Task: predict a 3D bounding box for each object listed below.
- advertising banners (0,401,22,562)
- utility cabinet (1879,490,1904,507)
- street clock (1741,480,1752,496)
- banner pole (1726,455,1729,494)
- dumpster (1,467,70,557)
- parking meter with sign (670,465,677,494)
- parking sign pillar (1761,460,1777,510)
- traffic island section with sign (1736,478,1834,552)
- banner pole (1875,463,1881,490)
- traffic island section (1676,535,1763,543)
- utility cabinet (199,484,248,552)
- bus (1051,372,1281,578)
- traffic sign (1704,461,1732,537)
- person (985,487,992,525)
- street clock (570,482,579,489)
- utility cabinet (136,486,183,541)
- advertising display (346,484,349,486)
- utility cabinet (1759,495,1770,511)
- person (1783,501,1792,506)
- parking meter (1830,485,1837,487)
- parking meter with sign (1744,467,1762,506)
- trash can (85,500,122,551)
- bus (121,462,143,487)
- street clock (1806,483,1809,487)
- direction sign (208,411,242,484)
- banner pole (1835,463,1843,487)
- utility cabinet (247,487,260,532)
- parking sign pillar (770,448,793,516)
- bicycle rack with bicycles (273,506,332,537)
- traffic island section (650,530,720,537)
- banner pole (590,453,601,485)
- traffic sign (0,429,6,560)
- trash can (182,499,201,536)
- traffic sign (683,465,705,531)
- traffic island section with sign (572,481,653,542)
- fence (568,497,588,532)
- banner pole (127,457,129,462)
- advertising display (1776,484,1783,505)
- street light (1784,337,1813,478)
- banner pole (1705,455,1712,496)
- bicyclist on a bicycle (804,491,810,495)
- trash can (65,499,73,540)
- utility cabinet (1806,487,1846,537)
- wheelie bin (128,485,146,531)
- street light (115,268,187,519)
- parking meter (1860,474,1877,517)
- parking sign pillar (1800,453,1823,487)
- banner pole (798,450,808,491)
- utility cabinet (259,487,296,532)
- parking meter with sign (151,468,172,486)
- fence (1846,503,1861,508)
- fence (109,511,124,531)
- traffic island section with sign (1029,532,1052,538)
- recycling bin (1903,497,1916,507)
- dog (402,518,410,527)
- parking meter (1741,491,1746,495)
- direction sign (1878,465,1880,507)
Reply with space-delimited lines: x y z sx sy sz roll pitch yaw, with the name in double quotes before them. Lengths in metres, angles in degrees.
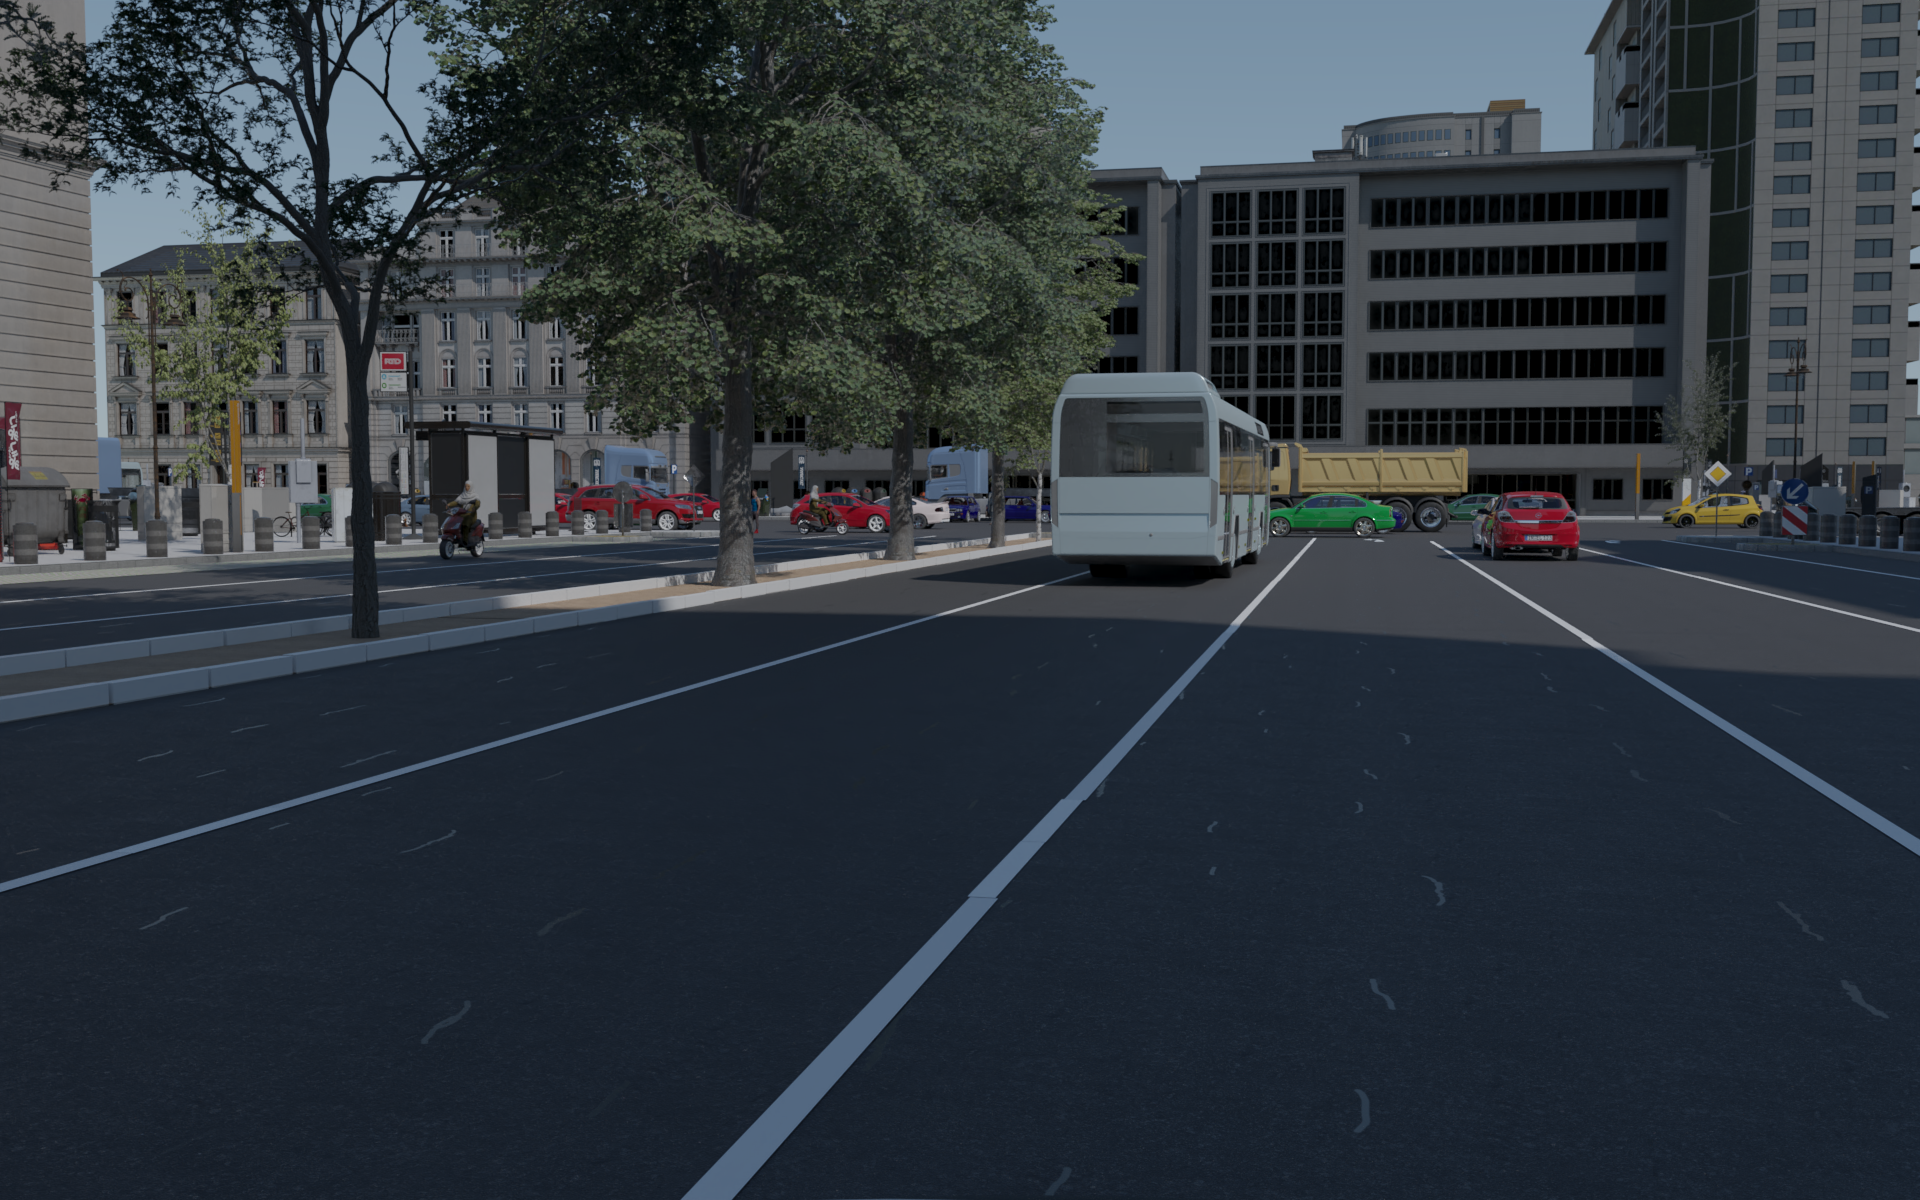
"advertising banners" -18.036 -2.202 32.196 0.090 3.025 2.074 0 4 5
"utility cabinet" 48.968 -5.039 91.074 0.318 1.500 1.173 -2 4 -28
"street clock" 40.735 -5.208 89.719 0.471 2.002 0.358 1 4 10
"banner pole" 48.539 -7.312 109.564 0.401 3.779 0.863 1 4 20
"dumpster" -19.730 -1.859 36.158 1.264 1.857 1.865 1 4 13
"parking meter with sign" -17.670 -6.526 102.969 1.738 3.016 0.543 2 4 28
"parking sign pillar" 64.418 -9.139 137.890 1.447 3.967 1.447 -1 4 -12
"traffic island section with sign" 21.015 -2.179 44.256 1.989 1.847 2.006 1 4 13
"banner pole" 74.030 -9.161 139.794 0.401 3.779 0.863 -1 4 -14
"traffic island section" 22.813 -1.831 52.214 2.009 0.180 2.903 1 4 13
"utility cabinet" -16.191 -1.794 38.016 0.318 1.500 1.173 1 4 9
"bus" 4.218 -2.319 32.772 2.948 3.499 13.247 1 4 14
"traffic sign" 22.788 -2.966 52.143 0.795 2.450 0.064 1 4 13
"person" 1.478 -4.373 80.098 0.694 1.812 0.767 2 4 35
"street clock" -22.910 -6.022 103.022 0.471 2.002 0.358 1 4 22
"utility cabinet" -21.982 -2.378 47.558 0.318 1.500 1.173 2 4 29
"advertising display" -37.827 -6.266 107.668 0.974 1.923 0.123 2 4 34
"utility cabinet" 58.690 -7.060 126.593 1.020 1.237 0.306 1 4 21
"person" 31.265 -3.485 65.389 0.836 1.842 0.656 1 4 16
"parking meter" 53.876 -6.186 106.853 0.399 1.863 0.255 -2 4 -25
"parking meter with sign" 51.249 -7.069 111.832 0.543 3.016 1.738 0 4 1
"trash can" -19.297 -1.675 39.043 0.748 1.137 0.748 0 3 0
"bus" -54.249 -6.498 101.100 13.247 3.499 2.948 1 4 14
"street clock" 54.856 -6.604 112.542 0.358 2.002 0.471 -2 4 -29
"direction sign" -20.164 -3.400 47.591 0.876 3.537 0.379 -3 5 -42
"banner pole" 70.568 -9.127 139.243 0.863 3.779 0.401 -1 4 -11
"utility cabinet" -23.859 -3.033 58.263 0.318 1.500 1.173 1 4 11
"parking sign pillar" -10.325 -6.848 100.432 1.447 3.967 1.447 0 4 -5
"bicycle rack with bicycles" -18.858 -2.385 52.374 2.925 0.926 2.852 1 4 13
"traffic island section" -9.157 -2.276 59.495 2.009 0.180 2.903 1 4 13
"banner pole" -22.137 -7.030 104.949 0.863 3.779 0.401 -2 4 -29
"traffic sign" -18.688 -2.055 33.699 0.768 2.556 0.104 1 4 21
"trash can" -23.423 -2.508 52.664 0.748 1.137 0.748 0 3 0
"traffic sign" -9.132 -3.412 59.428 0.795 2.450 0.064 1 4 13
"traffic island section with sign" -10.414 -2.680 52.449 1.989 1.847 2.006 1 4 13
"fence" -13.049 -2.932 59.145 0.480 1.192 2.264 -1 4 -18
"banner pole" -56.649 -7.853 118.407 0.863 3.779 0.401 2 4 26
"advertising display" 54.471 -6.684 114.503 0.123 1.923 0.974 -3 4 -36
"street light" 24.696 -4.795 51.181 0.468 5.910 1.993 1 4 13
"banner pole" 47.936 -7.399 110.993 0.401 3.779 0.863 0 4 -7
"bicyclist on a bicycle" -7.679 -4.771 88.022 1.625 1.676 1.499 1 4 12
"trash can" -25.022 -2.283 48.977 0.748 1.137 0.748 0 3 0
"utility cabinet" 25.718 -2.618 51.484 1.173 1.500 0.318 -1 4 -16
"wheelie bin" -28.470 -3.200 60.232 0.693 1.594 0.980 0 4 4
"street light" -16.583 -3.845 35.655 0.468 5.910 1.993 1 4 13
"parking meter" 26.720 -2.767 50.947 0.399 1.863 0.255 3 4 36
"parking sign pillar" 56.044 -7.680 114.038 1.447 3.967 1.447 2 4 34
"banner pole" -8.822 -6.597 97.882 0.863 3.779 0.401 -3 5 -44
"utility cabinet" -22.573 -2.982 57.437 1.173 1.500 0.318 1 4 23
"parking meter with sign" -53.666 -7.314 115.841 1.738 3.016 0.543 0 4 -1
"fence" 57.780 -5.880 111.511 0.278 0.683 2.069 -1 4 -17
"fence" -29.565 -2.689 59.347 0.278 0.683 2.069 1 4 20
"traffic island section with sign" 3.420 -2.981 56.874 2.006 1.907 1.989 1 4 13
"recycling bin" 71.653 -7.237 130.884 0.722 1.027 0.722 -2 4 -25
"dog" -24.343 -3.379 75.435 0.748 0.427 0.550 -1 4 -18
"parking meter" 60.869 -7.719 134.608 0.372 1.533 0.369 0 3 0
"direction sign" 72.157 -8.807 135.996 0.379 3.537 0.876 2 4 24
